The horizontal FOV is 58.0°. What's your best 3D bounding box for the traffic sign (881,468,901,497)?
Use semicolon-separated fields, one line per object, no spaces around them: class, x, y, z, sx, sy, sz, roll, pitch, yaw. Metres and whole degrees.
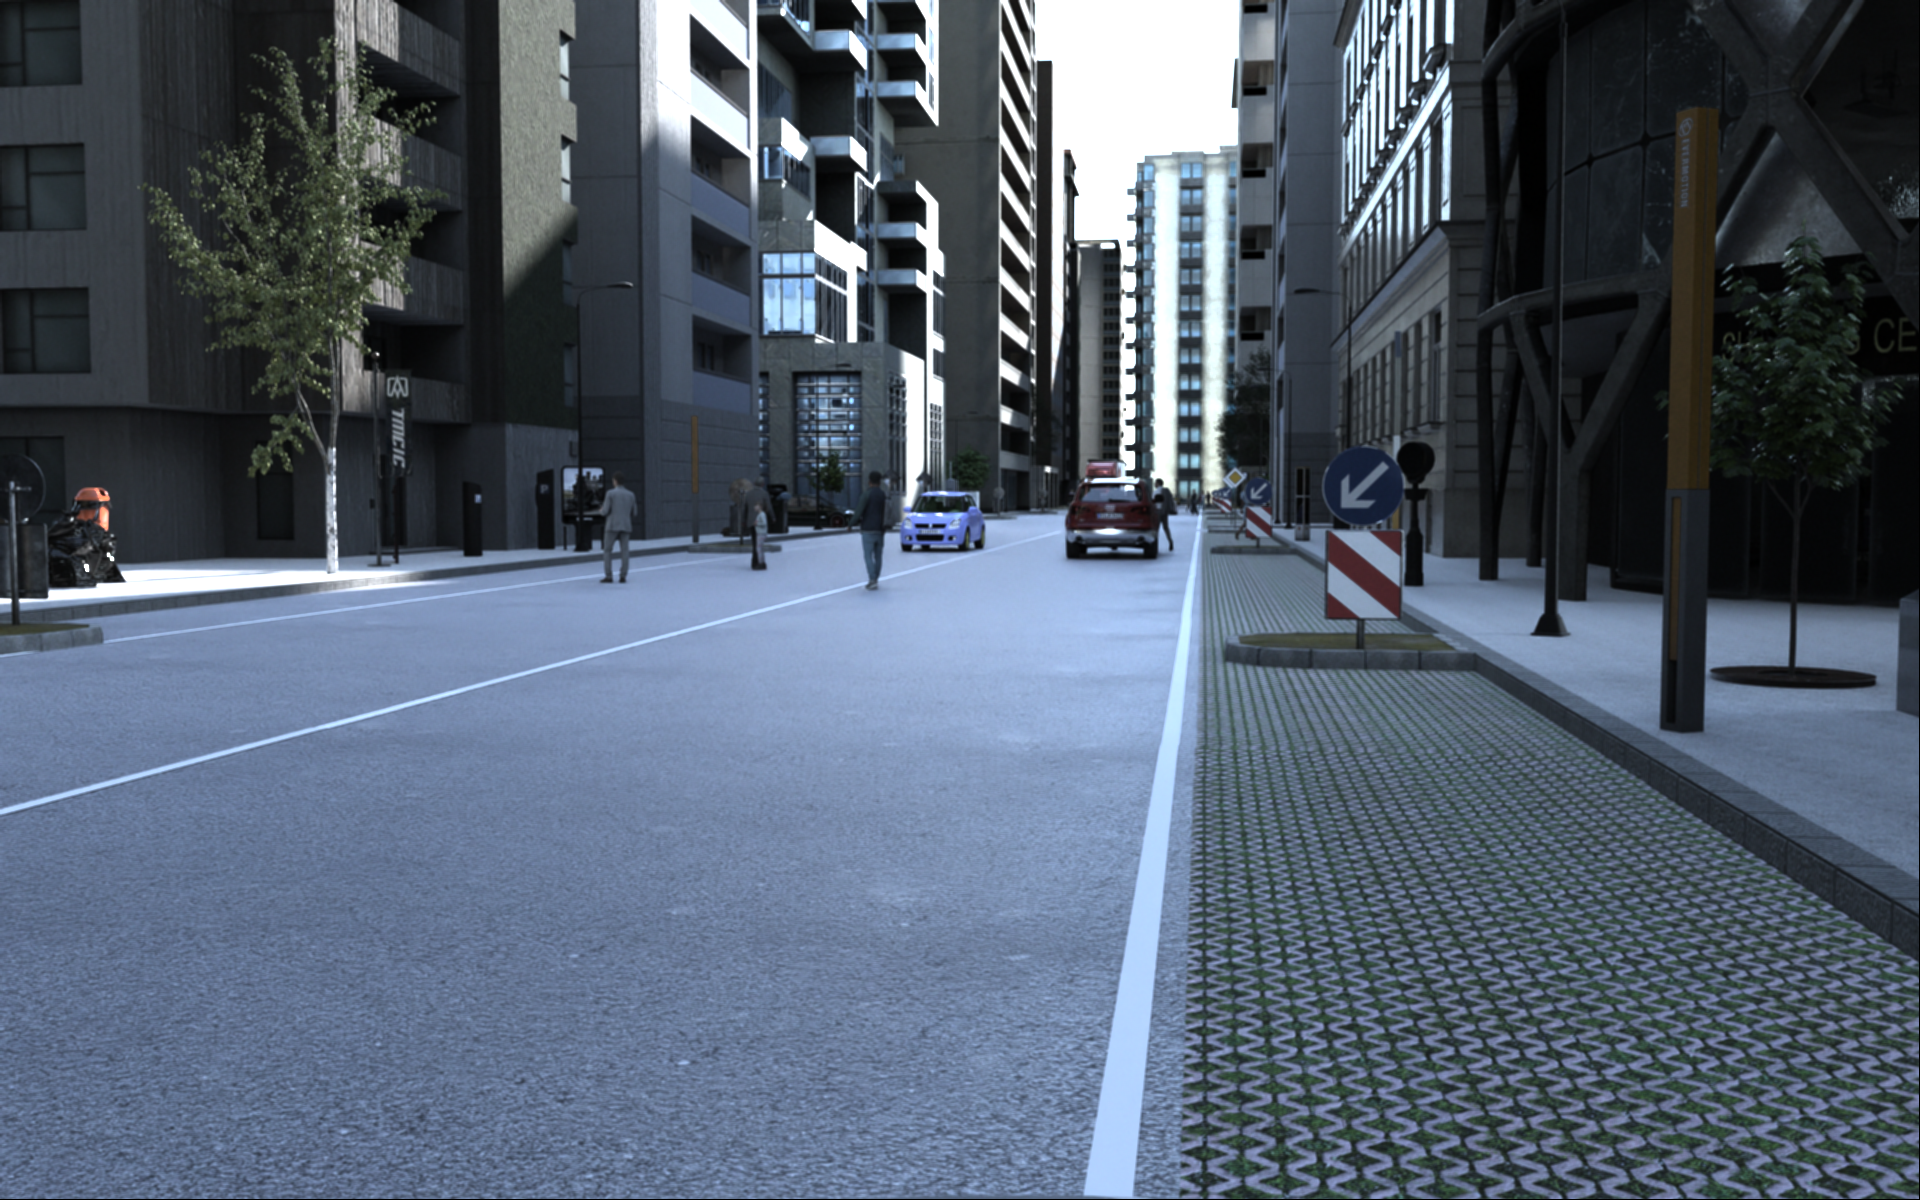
traffic sign;-2.621;-3.794;65.681;0.795;2.450;0.064;0;4;8

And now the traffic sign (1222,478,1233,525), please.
traffic sign;11.255;-4.168;71.782;0.795;2.450;0.064;0;4;8

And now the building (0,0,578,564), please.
building;-17.495;-16.239;37.212;14.160;30.474;14.107;0;4;8

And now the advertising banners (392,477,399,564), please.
advertising banners;-10.444;-2.193;32.037;0.090;3.025;2.074;-1;4;-19

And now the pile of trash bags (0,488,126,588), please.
pile of trash bags;-13.032;-0.932;24.999;1.912;1.369;3.447;-1;4;-8

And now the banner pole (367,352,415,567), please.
banner pole;-10.088;-2.486;30.660;0.863;3.779;0.401;0;4;-1

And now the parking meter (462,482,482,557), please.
parking meter;-10.034;-1.666;35.649;0.372;1.533;0.369;0;3;0

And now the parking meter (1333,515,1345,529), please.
parking meter;10.565;-2.600;48.229;0.255;1.863;0.399;2;4;24

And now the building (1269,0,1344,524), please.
building;28.669;-32.709;76.796;28.212;58.520;21.231;0;4;8

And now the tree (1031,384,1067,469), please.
tree;4.387;-12.427;137.589;8.767;10.594;7.601;0;4;7

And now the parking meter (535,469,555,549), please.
parking meter;-9.624;-2.108;40.178;0.399;1.863;0.255;0;4;-2

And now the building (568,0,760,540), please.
building;-21.521;-31.481;56.708;28.212;58.520;21.231;0;4;8

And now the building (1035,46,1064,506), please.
building;3.119;-32.227;177.025;14.600;45.320;14.200;0;4;8

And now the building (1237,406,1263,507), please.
building;37.748;-33.149;165.686;21.300;48.544;21.600;0;4;8

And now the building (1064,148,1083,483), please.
building;1.508;-34.217;214.079;28.867;44.769;22.147;0;4;8

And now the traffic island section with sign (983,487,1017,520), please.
traffic island section with sign;2.215;-5.465;97.973;1.989;1.847;2.006;0;4;8

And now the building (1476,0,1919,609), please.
building;15.648;-9.528;23.233;16.820;18.784;16.811;0;4;8

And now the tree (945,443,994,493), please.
tree;0.612;-7.712;109.799;4.285;4.588;4.351;0;3;0

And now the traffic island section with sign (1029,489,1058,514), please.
traffic island section with sign;6.038;-7.129;125.187;1.989;1.847;2.006;0;4;8

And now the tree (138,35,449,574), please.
tree;-10.312;-4.722;27.560;4.737;8.622;4.395;0;3;0

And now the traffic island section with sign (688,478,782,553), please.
traffic island section with sign;-5.507;-2.098;42.930;1.989;1.847;2.006;0;4;8

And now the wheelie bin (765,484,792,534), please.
wheelie bin;-5.897;-2.939;55.958;0.980;1.594;0.693;1;4;11

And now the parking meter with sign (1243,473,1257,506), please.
parking meter with sign;23.955;-8.905;141.856;1.738;3.016;0.543;-2;4;-35

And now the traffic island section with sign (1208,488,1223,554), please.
traffic island section with sign;7.053;-2.022;41.686;1.989;1.847;2.006;0;4;8

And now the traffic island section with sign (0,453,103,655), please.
traffic island section with sign;-9.259;-0.465;16.226;1.989;1.847;2.006;0;4;8

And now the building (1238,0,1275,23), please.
building;33.632;-32.724;124.271;28.713;52.752;27.495;0;4;8

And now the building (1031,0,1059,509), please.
building;-1.400;-44.102;159.325;20.563;71.187;20.611;0;4;8

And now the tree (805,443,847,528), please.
tree;-4.795;-4.331;65.420;1.663;3.219;1.824;0;3;0

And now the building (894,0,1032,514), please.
building;-6.565;-30.523;122.760;21.300;48.544;21.600;0;4;8

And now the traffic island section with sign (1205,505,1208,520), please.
traffic island section with sign;14.780;-5.389;96.739;1.989;1.847;2.006;0;4;8

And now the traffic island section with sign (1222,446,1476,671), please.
traffic island section with sign;3.309;-0.389;14.991;1.989;1.847;2.006;0;4;8

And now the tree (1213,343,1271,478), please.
tree;19.028;-10.597;107.667;7.601;10.594;8.767;-2;4;-28

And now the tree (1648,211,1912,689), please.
tree;5.846;-1.056;11.875;1.663;3.219;1.824;0;3;0

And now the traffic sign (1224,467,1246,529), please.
traffic sign;10.145;-3.684;63.875;0.795;2.450;0.064;0;4;8

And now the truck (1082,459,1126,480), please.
truck;11.924;-9.365;142.028;2.839;4.237;11.283;1;4;10

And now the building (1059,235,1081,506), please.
building;5.820;-25.699;191.874;14.160;30.474;14.107;0;4;8

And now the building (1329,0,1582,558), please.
building;18.876;-13.083;47.183;16.112;22.955;30.059;0;4;8

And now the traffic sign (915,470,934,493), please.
traffic sign;-1.511;-4.278;73.589;0.795;2.450;0.064;0;4;8

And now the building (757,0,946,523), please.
building;-12.096;-47.409;87.803;22.319;86.520;31.000;0;4;8

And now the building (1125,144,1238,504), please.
building;38.366;-37.920;239.599;30.456;49.044;23.786;0;4;8

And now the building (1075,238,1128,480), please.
building;11.628;-33.998;247.747;23.993;40.220;32.217;0;4;8
